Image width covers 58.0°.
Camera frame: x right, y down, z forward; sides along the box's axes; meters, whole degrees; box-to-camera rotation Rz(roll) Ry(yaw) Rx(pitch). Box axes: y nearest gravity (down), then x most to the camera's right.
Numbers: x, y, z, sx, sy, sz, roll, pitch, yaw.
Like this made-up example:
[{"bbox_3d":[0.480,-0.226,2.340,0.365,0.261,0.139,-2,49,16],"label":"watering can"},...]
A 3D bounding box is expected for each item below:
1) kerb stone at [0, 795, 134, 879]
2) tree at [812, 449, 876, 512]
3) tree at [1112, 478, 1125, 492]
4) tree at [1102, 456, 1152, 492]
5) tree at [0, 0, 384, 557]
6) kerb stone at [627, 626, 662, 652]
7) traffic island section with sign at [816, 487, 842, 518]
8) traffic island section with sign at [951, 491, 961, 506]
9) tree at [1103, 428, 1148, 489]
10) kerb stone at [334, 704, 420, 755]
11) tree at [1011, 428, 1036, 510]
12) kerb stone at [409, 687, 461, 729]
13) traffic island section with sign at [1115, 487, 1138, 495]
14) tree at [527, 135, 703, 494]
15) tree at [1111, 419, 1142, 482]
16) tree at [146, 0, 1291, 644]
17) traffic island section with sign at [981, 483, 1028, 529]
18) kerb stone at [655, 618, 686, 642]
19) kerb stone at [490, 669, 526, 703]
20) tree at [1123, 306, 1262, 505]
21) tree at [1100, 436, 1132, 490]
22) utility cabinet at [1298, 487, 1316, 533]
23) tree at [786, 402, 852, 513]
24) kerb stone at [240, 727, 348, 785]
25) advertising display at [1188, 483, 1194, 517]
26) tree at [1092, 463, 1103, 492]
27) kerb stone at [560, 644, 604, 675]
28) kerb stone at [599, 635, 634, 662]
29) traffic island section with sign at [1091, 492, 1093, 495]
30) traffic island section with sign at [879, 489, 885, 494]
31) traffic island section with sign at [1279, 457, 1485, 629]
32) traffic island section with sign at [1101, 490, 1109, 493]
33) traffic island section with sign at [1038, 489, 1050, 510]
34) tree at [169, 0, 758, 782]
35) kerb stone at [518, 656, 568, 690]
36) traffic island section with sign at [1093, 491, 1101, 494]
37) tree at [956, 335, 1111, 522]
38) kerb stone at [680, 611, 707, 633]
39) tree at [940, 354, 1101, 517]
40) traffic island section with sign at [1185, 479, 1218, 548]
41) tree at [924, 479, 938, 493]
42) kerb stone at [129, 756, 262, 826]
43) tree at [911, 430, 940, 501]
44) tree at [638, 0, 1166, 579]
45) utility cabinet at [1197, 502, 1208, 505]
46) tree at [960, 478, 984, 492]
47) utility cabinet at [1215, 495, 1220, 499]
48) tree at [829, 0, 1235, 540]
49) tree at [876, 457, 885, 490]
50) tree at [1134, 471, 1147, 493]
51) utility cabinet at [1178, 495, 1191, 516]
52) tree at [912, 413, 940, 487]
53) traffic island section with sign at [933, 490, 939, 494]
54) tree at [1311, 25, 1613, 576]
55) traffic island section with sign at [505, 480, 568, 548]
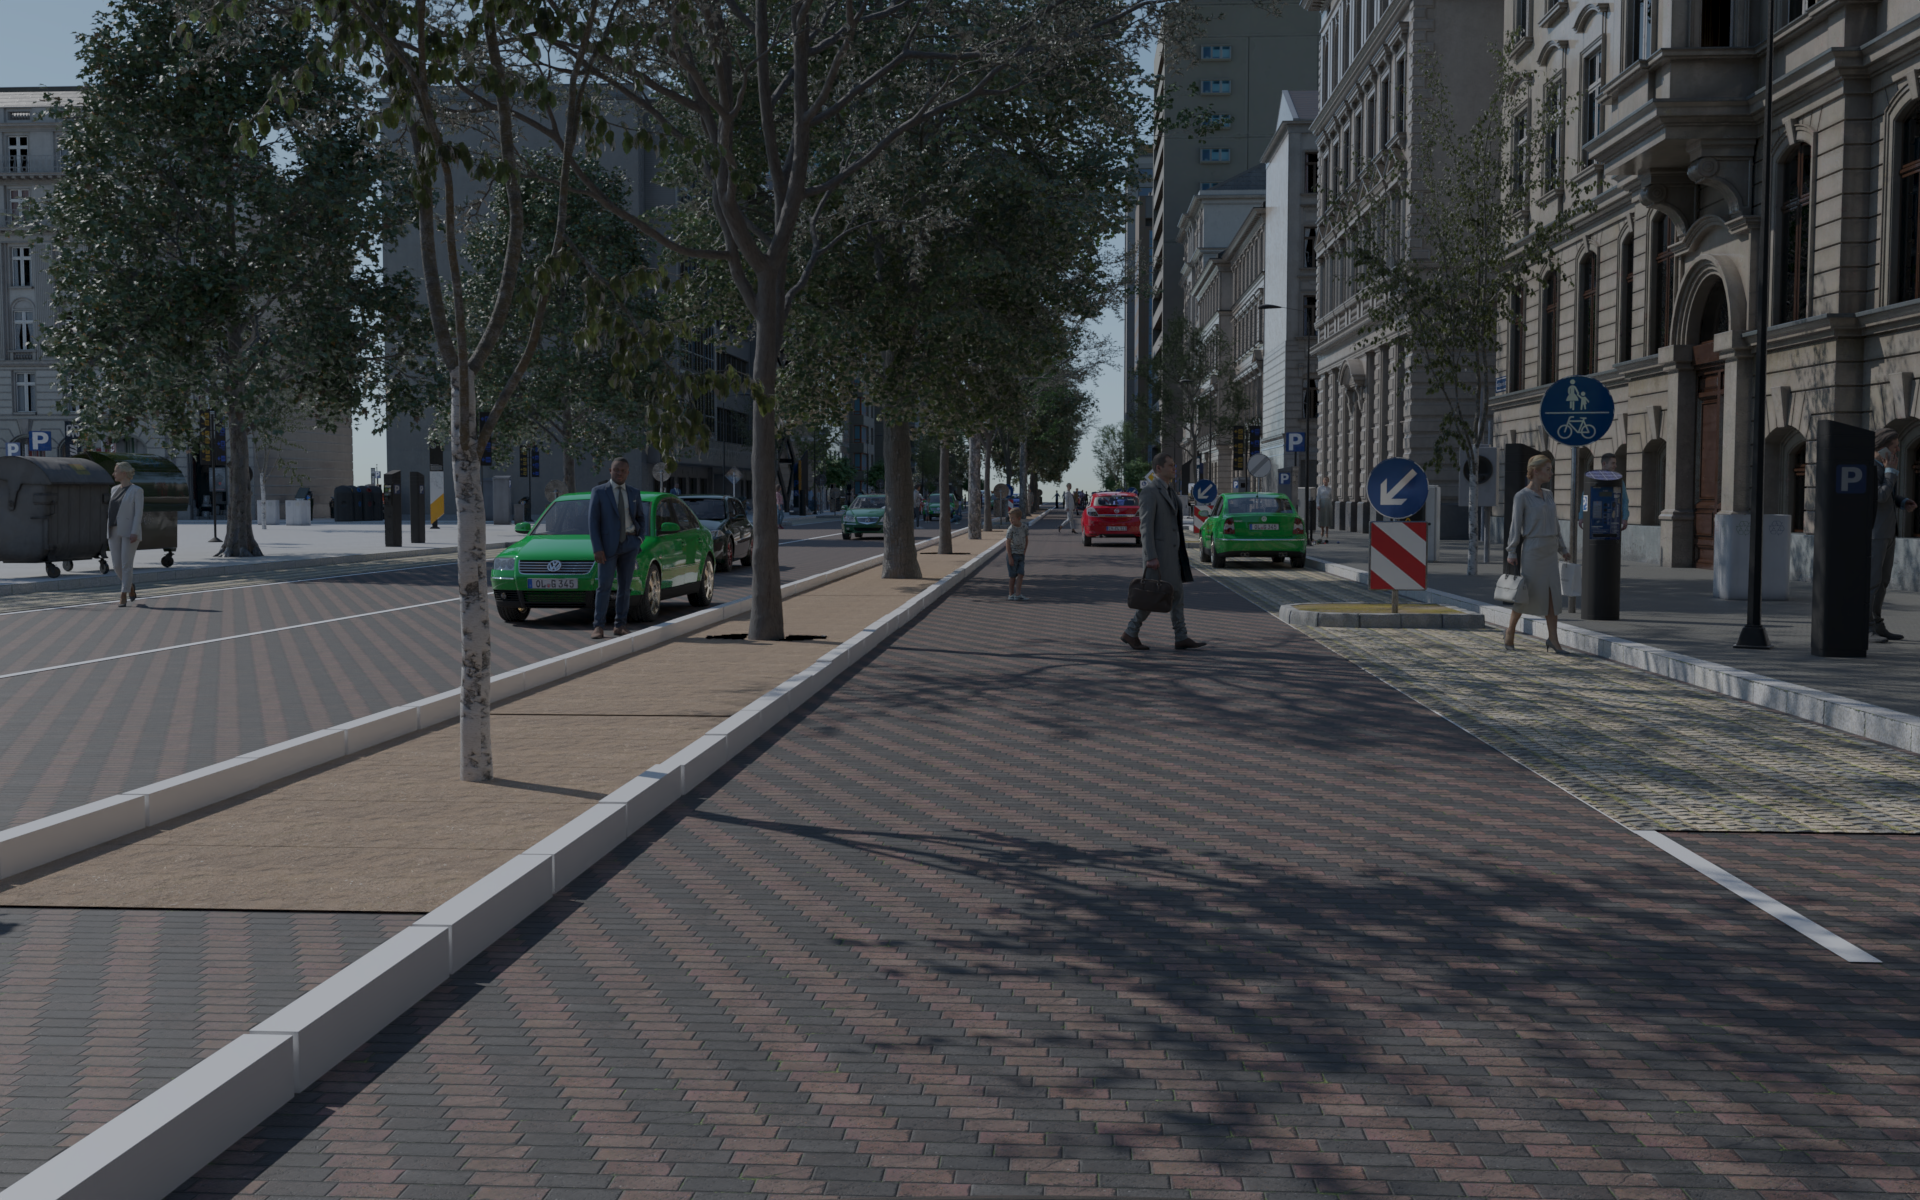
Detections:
[{"bbox_3d":[-3.568,0.937,6.891,0.120,0.150,1.000,0,4,4],"label":"kerb stone"},{"bbox_3d":[-9.064,-8.731,126.461,4.285,4.588,4.351,0,3,0],"label":"tree"},{"bbox_3d":[19.741,-13.404,213.761,1.663,3.219,1.824,0,3,0],"label":"tree"},{"bbox_3d":[15.397,-10.088,148.653,4.285,4.588,4.351,0,3,0],"label":"tree"},{"bbox_3d":[-14.820,-7.242,35.414,9.611,12.733,9.660,0,3,0],"label":"tree"},{"bbox_3d":[-2.965,0.375,16.086,0.120,0.150,1.000,0,4,4],"label":"kerb stone"},{"bbox_3d":[-7.414,-5.759,102.791,1.989,1.847,2.006,0,4,4],"label":"traffic island section with sign"},{"bbox_3d":[-0.685,-12.115,206.714,1.989,1.847,2.006,0,4,4],"label":"traffic island section with sign"},{"bbox_3d":[18.080,-14.188,182.333,4.737,8.622,4.395,0,3,0],"label":"tree"},{"bbox_3d":[-3.367,0.749,9.953,0.120,0.150,1.000,0,4,4],"label":"kerb stone"},{"bbox_3d":[4.601,-10.065,117.385,4.737,8.622,4.395,0,3,0],"label":"tree"},{"bbox_3d":[-3.290,0.686,10.973,0.120,0.150,1.000,0,4,4],"label":"kerb stone"},{"bbox_3d":[9.974,-5.692,101.687,1.989,1.847,2.006,0,4,4],"label":"traffic island section with sign"},{"bbox_3d":[-12.722,-8.482,55.696,9.611,12.733,9.660,0,3,0],"label":"tree"},{"bbox_3d":[21.598,-19.125,238.441,9.928,11.665,9.643,0,3,0],"label":"tree"},{"bbox_3d":[-1.924,-6.356,16.751,12.009,13.543,11.850,0,3,0],"label":"tree"},{"bbox_3d":[1.662,-3.876,71.513,2.006,1.907,1.989,0,4,4],"label":"traffic island section with sign"},{"bbox_3d":[-2.903,0.311,17.107,0.120,0.150,1.000,0,4,4],"label":"kerb stone"},{"bbox_3d":[-3.239,0.624,11.994,0.120,0.150,1.000,0,4,4],"label":"kerb stone"},{"bbox_3d":[11.561,-9.297,86.417,7.601,10.594,8.767,1,4,12],"label":"tree"},{"bbox_3d":[19.735,-16.368,217.974,4.360,8.622,3.978,0,3,0],"label":"tree"},{"bbox_3d":[11.066,-2.938,56.716,0.318,1.500,1.173,-3,5,-43],"label":"utility cabinet"},{"bbox_3d":[-9.427,-10.128,115.947,4.737,8.622,4.395,0,3,0],"label":"tree"},{"bbox_3d":[-3.441,0.811,8.934,0.120,0.150,1.000,0,4,4],"label":"kerb stone"},{"bbox_3d":[13.018,-5.592,96.639,0.123,1.923,0.974,-2,4,-24],"label":"advertising display"},{"bbox_3d":[24.852,-21.051,294.551,4.737,8.622,4.395,0,3,0],"label":"tree"},{"bbox_3d":[-3.102,0.500,14.034,0.120,0.150,1.000,0,4,4],"label":"kerb stone"},{"bbox_3d":[-3.040,0.440,15.067,0.120,0.150,1.000,0,4,4],"label":"kerb stone"},{"bbox_3d":[16.692,-12.043,205.538,1.989,1.847,2.006,0,4,4],"label":"traffic island section with sign"},{"bbox_3d":[-5.682,-7.404,129.691,1.989,1.847,2.006,0,4,4],"label":"traffic island section with sign"},{"bbox_3d":[4.625,-0.654,19.314,1.989,1.847,2.006,0,4,4],"label":"traffic island section with sign"},{"bbox_3d":[11.697,-7.337,128.587,1.989,1.847,2.006,0,4,4],"label":"traffic island section with sign"},{"bbox_3d":[7.003,-8.914,153.886,2.006,1.907,1.989,0,4,4],"label":"traffic island section with sign"},{"bbox_3d":[-2.414,-3.384,8.152,4.360,8.622,3.978,0,3,0],"label":"tree"},{"bbox_3d":[-3.173,0.562,13.014,0.120,0.150,1.000,0,4,4],"label":"kerb stone"},{"bbox_3d":[14.949,-10.398,178.639,1.989,1.847,2.006,0,4,4],"label":"traffic island section with sign"},{"bbox_3d":[2.341,-9.607,85.292,9.928,11.665,9.643,0,3,0],"label":"tree"},{"bbox_3d":[-2.842,0.249,18.129,0.120,0.150,1.000,0,4,4],"label":"kerb stone"},{"bbox_3d":[4.075,-11.620,109.458,9.611,12.733,9.660,0,3,0],"label":"tree"},{"bbox_3d":[6.369,-2.299,46.213,1.989,1.847,2.006,0,4,4],"label":"traffic island section with sign"},{"bbox_3d":[-3.644,-13.030,207.641,1.663,3.219,1.824,0,3,0],"label":"tree"},{"bbox_3d":[-3.496,0.874,7.913,0.120,0.150,1.000,0,4,4],"label":"kerb stone"},{"bbox_3d":[-3.554,-15.234,199.435,4.737,8.622,4.395,0,3,0],"label":"tree"},{"bbox_3d":[-0.990,-7.323,28.838,9.857,13.997,8.962,0,3,0],"label":"tree"},{"bbox_3d":[11.319,-4.241,80.499,0.306,1.237,1.020,2,4,31],"label":"utility cabinet"},{"bbox_3d":[3.178,-19.623,304.546,4.285,4.588,4.351,0,3,0],"label":"tree"},{"bbox_3d":[15.000,-5.448,100.237,1.020,1.237,0.306,-2,4,-35],"label":"utility cabinet"},{"bbox_3d":[1.621,-11.894,52.814,12.611,20.169,13.585,0,3,0],"label":"tree"},{"bbox_3d":[-6.790,-10.211,150.657,4.285,4.588,4.351,0,3,0],"label":"tree"},{"bbox_3d":[15.254,-9.133,143.929,1.663,3.219,1.824,0,3,0],"label":"tree"},{"bbox_3d":[13.178,-5.574,102.300,1.020,1.237,0.306,1,4,9],"label":"utility cabinet"},{"bbox_3d":[-2.005,-18.804,224.458,9.611,12.733,9.660,0,3,0],"label":"tree"},{"bbox_3d":[-2.428,-10.470,179.815,1.989,1.847,2.006,0,4,4],"label":"traffic island section with sign"},{"bbox_3d":[7.858,-4.696,27.144,4.360,8.622,3.978,0,3,0],"label":"tree"},{"bbox_3d":[-11.043,-2.341,46.899,1.989,1.847,2.006,0,4,4],"label":"traffic island section with sign"}]
